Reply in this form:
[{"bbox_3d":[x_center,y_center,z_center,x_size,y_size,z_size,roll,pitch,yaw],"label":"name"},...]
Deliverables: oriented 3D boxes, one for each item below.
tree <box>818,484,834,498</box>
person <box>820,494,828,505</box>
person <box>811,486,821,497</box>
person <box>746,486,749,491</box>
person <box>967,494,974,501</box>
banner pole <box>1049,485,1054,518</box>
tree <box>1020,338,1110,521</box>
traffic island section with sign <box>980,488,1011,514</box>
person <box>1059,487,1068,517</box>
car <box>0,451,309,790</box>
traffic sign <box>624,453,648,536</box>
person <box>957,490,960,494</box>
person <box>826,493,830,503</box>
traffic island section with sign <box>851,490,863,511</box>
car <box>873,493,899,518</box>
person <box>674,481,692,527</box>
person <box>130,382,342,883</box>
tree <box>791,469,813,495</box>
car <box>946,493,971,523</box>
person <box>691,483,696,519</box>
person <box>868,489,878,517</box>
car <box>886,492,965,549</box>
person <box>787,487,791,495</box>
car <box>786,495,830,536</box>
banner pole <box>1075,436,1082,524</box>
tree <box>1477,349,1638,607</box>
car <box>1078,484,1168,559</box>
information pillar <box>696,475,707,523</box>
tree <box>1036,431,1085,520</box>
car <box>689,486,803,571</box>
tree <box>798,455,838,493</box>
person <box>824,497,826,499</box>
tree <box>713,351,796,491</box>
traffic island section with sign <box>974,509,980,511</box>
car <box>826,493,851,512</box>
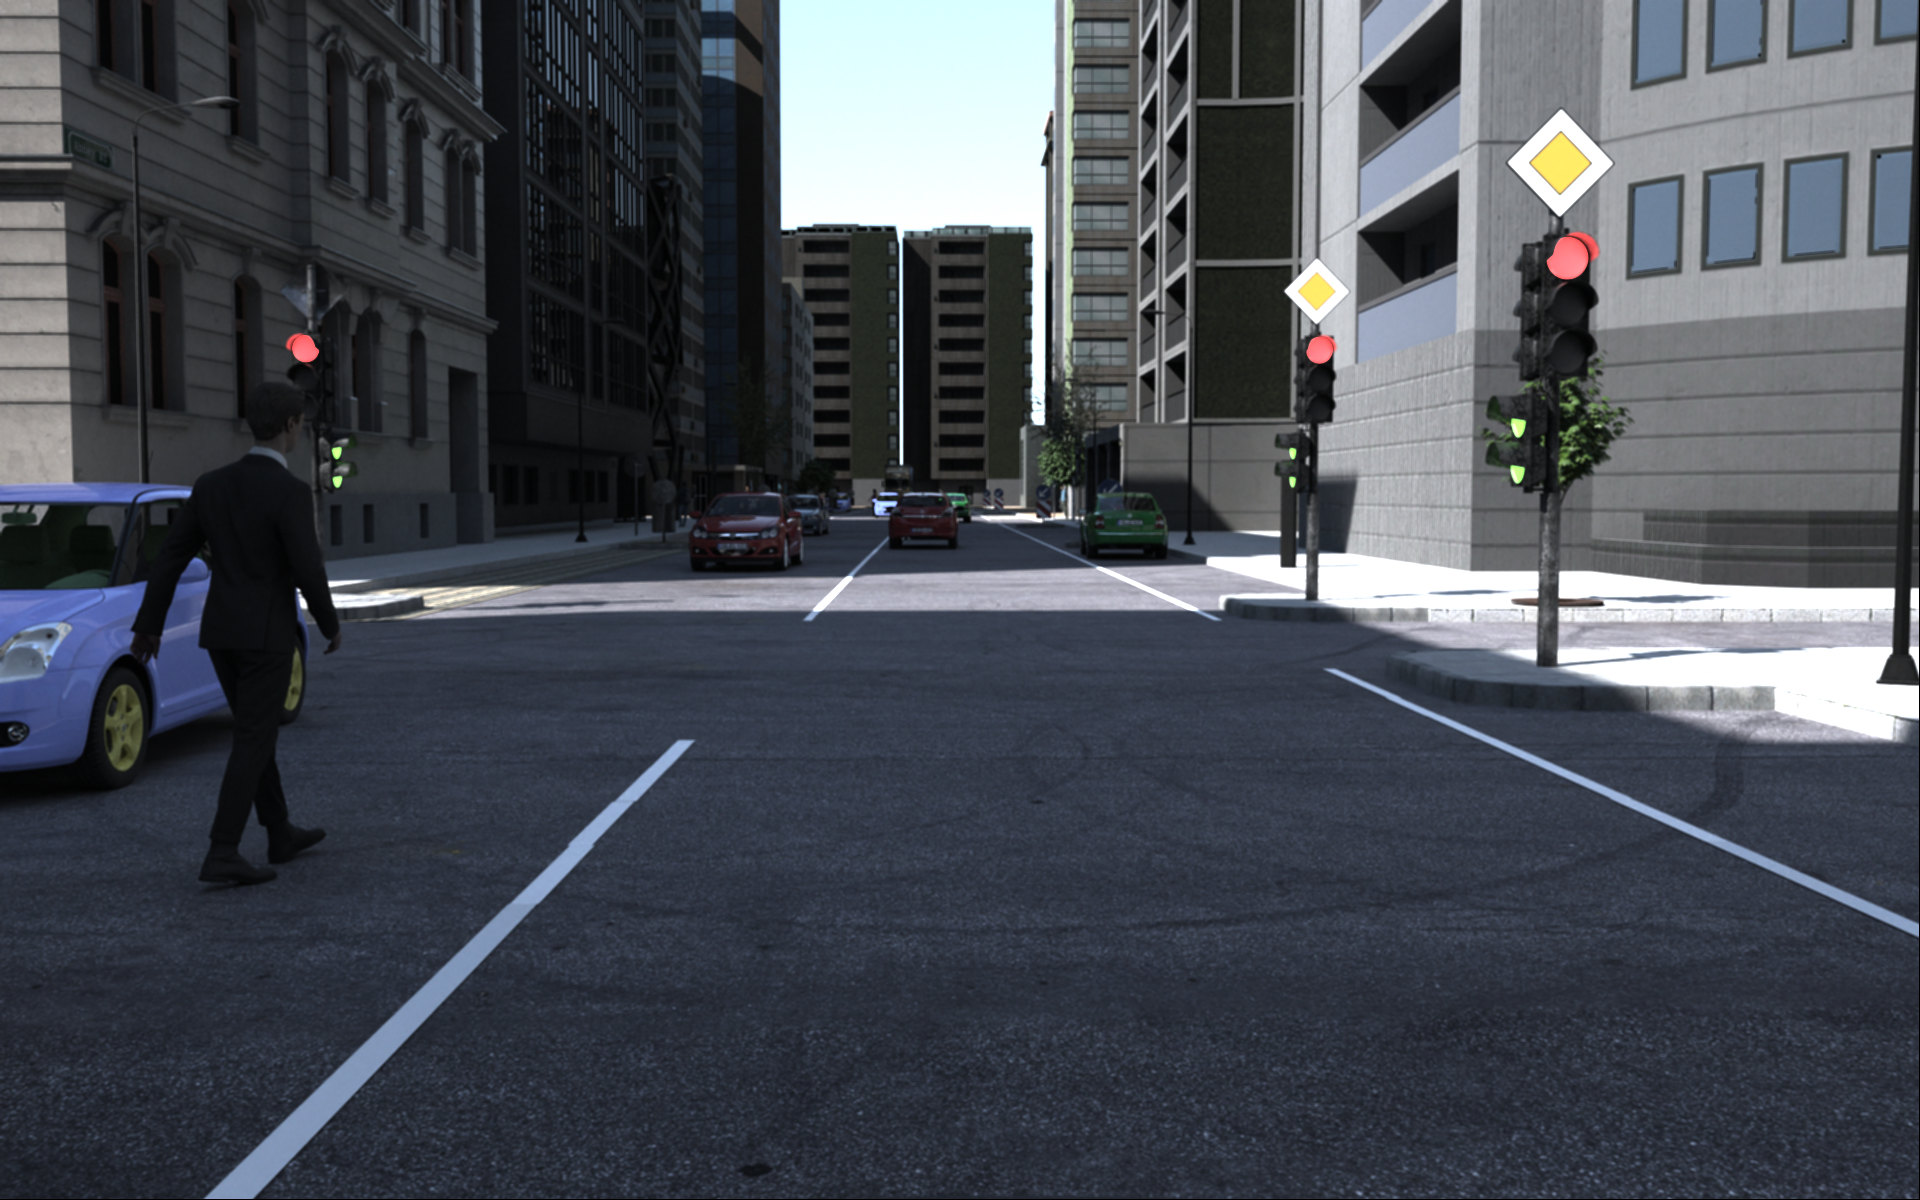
[{"bbox_3d":[-12.043,-9.566,150.999,1.663,3.219,1.824,0,3,0],"label":"tree"},{"bbox_3d":[-8.538,-5.765,105.973,0.991,1.433,0.599,-2,4,-30],"label":"person"},{"bbox_3d":[-6.616,-4.377,80.254,0.709,1.800,0.728,-2,4,-30],"label":"person"},{"bbox_3d":[-12.073,-5.600,98.383,1.217,1.735,0.721,0,4,4],"label":"person"},{"bbox_3d":[0.901,-9.654,169.539,0.799,1.438,0.628,-3,5,-42],"label":"person"},{"bbox_3d":[4.943,-6.357,93.950,0.401,3.779,0.863,-1,4,-11],"label":"banner pole"},{"bbox_3d":[5.182,-7.994,81.066,4.360,8.622,3.978,0,3,0],"label":"tree"},{"bbox_3d":[2.615,-6.984,122.809,1.989,1.847,2.006,0,4,-1],"label":"traffic island section with sign"},{"bbox_3d":[5.742,-5.449,95.478,0.444,1.785,0.601,-1,4,-16],"label":"person"},{"bbox_3d":[-4.942,0.007,9.477,1.945,1.707,3.694,0,4,-3],"label":"car"},{"bbox_3d":[-9.992,-3.259,53.399,0.768,2.556,0.104,0,4,3],"label":"traffic sign"},{"bbox_3d":[-0.182,-9.902,170.482,1.350,1.814,0.705,-1,4,-12],"label":"person"},{"bbox_3d":[-11.664,-9.131,155.859,0.750,1.759,0.617,-1,4,-11],"label":"person"},{"bbox_3d":[-9.469,-8.721,151.222,1.989,1.847,2.006,0,4,-1],"label":"traffic island section with sign"},{"bbox_3d":[-4.319,-5.846,105.166,1.945,1.707,3.694,0,4,-3],"label":"car"},{"bbox_3d":[-10.813,-3.751,67.718,0.623,1.781,0.721,-2,4,-32],"label":"person"},{"bbox_3d":[-2.616,0.106,6.537,0.659,1.850,0.755,1,4,23],"label":"person"},{"bbox_3d":[-12.200,-8.521,133.917,1.663,3.219,1.824,0,3,0],"label":"tree"},{"bbox_3d":[-0.396,-4.826,87.702,1.959,1.807,4.718,0,4,-2],"label":"car"},{"bbox_3d":[-13.525,-5.070,88.749,0.655,1.846,0.447,2,4,34],"label":"person"},{"bbox_3d":[-5.461,-6.109,109.069,0.721,1.739,1.217,-2,4,-32],"label":"person"},{"bbox_3d":[-0.953,-2.302,46.676,2.155,1.783,4.494,0,4,1],"label":"car"},{"bbox_3d":[-12.471,-7.398,127.009,0.705,1.823,1.348,-1,4,-23],"label":"person"},{"bbox_3d":[-5.589,-2.984,60.793,2.014,1.417,4.499,0,4,1],"label":"car"},{"bbox_3d":[5.110,-5.185,74.789,0.401,3.779,0.863,-1,4,-16],"label":"banner pole"},{"bbox_3d":[6.801,-1.557,20.059,1.663,3.219,1.824,0,3,0],"label":"tree"},{"bbox_3d":[3.711,-1.888,39.672,1.959,1.807,4.718,0,4,1],"label":"car"},{"bbox_3d":[-10.140,-3.878,67.904,0.304,2.012,0.304,-3,5,-42],"label":"information pillar"},{"bbox_3d":[5.410,-6.327,87.161,4.285,4.588,4.351,0,3,0],"label":"tree"},{"bbox_3d":[-4.107,-1.506,33.670,2.155,1.783,4.494,0,4,1],"label":"car"},{"bbox_3d":[-11.887,-9.822,144.309,4.285,4.588,4.351,0,3,0],"label":"tree"},{"bbox_3d":[-12.232,-9.336,161.940,1.065,1.426,0.557,0,4,6],"label":"person"},{"bbox_3d":[-10.679,-8.565,90.406,4.737,8.622,4.395,0,3,0],"label":"tree"},{"bbox_3d":[2.185,-8.636,149.818,1.989,1.847,2.006,0,4,-1],"label":"traffic island section with sign"},{"bbox_3d":[-9.468,-7.693,135.366,1.945,1.707,3.694,0,4,1],"label":"car"}]
